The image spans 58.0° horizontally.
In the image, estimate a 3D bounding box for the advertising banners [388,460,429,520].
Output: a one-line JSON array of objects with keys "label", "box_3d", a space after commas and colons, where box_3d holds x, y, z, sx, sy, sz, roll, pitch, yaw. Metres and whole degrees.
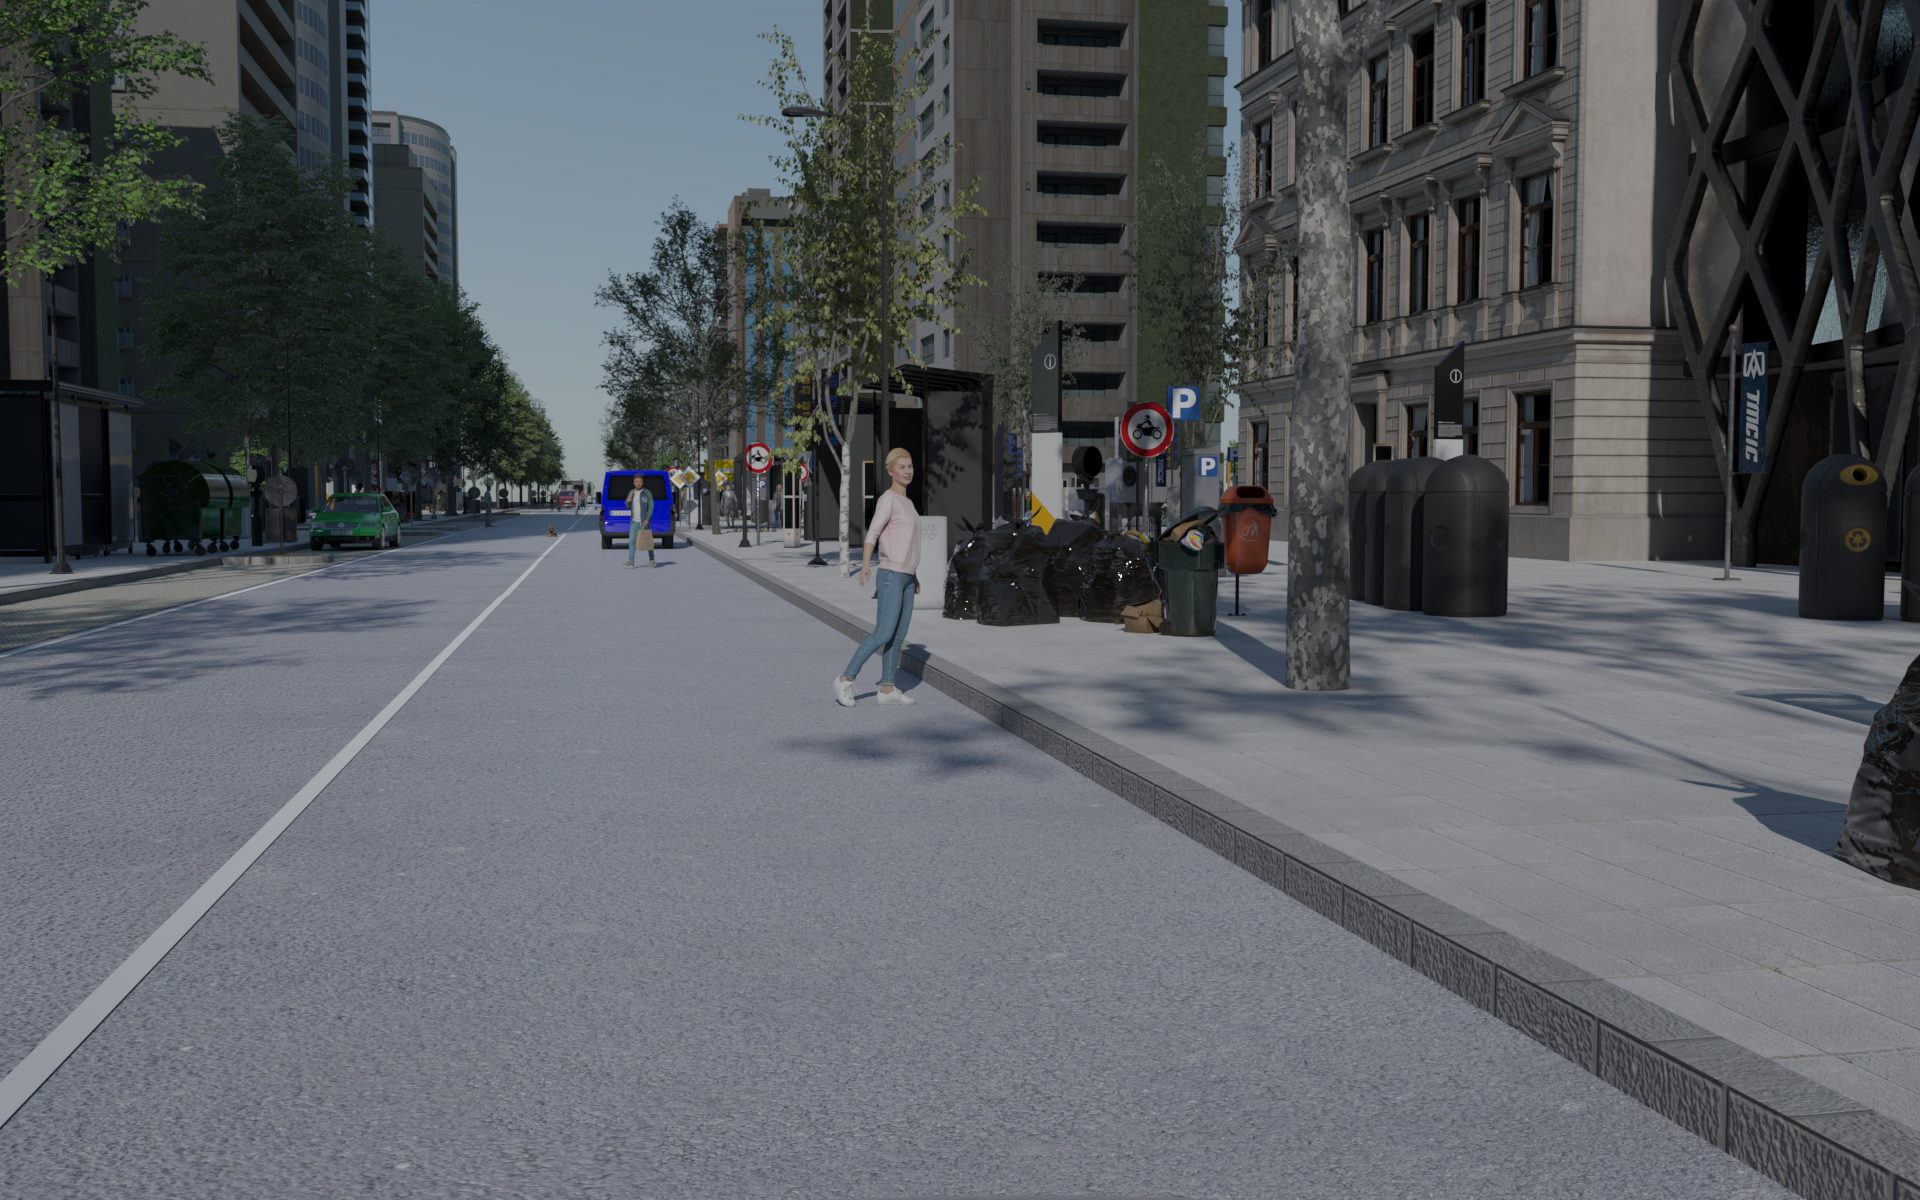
[{"label": "advertising banners", "box_3d": [-27.656, -5.562, 87.134, 2.074, 3.025, 0.090, 1, 4, 9]}]

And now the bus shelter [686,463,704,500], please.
[{"label": "bus shelter", "box_3d": [-17.666, -7.544, 117.275, 2.014, 3.302, 5.546, -1, 4, -12]}]

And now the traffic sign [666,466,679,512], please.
[{"label": "traffic sign", "box_3d": [-13.222, -4.889, 80.048, 0.768, 2.556, 0.104, 0, 4, -2]}]

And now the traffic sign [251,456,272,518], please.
[{"label": "traffic sign", "box_3d": [-18.913, -2.734, 46.828, 0.606, 2.300, 0.079, 0, 4, -3]}]

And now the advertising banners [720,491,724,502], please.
[{"label": "advertising banners", "box_3d": [-13.782, -6.646, 104.846, 2.074, 3.025, 0.090, -1, 4, -22]}]

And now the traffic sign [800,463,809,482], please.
[{"label": "traffic sign", "box_3d": [-6.619, -4.363, 71.449, 0.768, 2.556, 0.104, 0, 4, -3]}]

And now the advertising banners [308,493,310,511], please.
[{"label": "advertising banners", "box_3d": [-50.094, -8.212, 130.459, 2.074, 3.025, 0.090, -1, 4, -16]}]

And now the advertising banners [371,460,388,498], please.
[{"label": "advertising banners", "box_3d": [-29.057, -5.630, 88.231, 2.074, 3.025, 0.090, -2, 4, -25]}]

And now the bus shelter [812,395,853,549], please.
[{"label": "bus shelter", "box_3d": [-2.870, -3.194, 43.501, 1.731, 3.624, 6.357, -1, 4, -12]}]

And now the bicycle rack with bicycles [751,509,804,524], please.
[{"label": "bicycle rack with bicycles", "box_3d": [-7.341, -3.735, 74.450, 2.925, 0.926, 2.852, 0, 4, 2]}]

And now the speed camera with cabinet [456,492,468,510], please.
[{"label": "speed camera with cabinet", "box_3d": [-39.881, -8.756, 137.497, 2.038, 3.252, 0.660, 1, 4, 20]}]

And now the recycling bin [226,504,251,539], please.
[{"label": "recycling bin", "box_3d": [-20.726, -2.263, 49.555, 0.722, 1.027, 0.722, -1, 4, -14]}]

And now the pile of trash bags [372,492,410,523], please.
[{"label": "pile of trash bags", "box_3d": [-25.728, -4.103, 76.833, 1.912, 1.369, 3.447, -2, 4, -32]}]

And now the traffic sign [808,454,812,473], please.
[{"label": "traffic sign", "box_3d": [-4.063, -3.094, 50.690, 0.768, 2.556, 0.104, 0, 4, -5]}]

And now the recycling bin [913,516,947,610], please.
[{"label": "recycling bin", "box_3d": [-0.524, -0.426, 19.515, 0.722, 1.027, 0.722, 0, 4, -4]}]

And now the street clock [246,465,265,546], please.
[{"label": "street clock", "box_3d": [-17.292, -2.324, 42.562, 0.471, 2.002, 0.358, 3, 4, 36]}]

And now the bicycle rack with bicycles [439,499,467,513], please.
[{"label": "bicycle rack with bicycles", "box_3d": [-35.229, -6.567, 120.747, 2.852, 0.926, 2.925, 0, 4, 5]}]

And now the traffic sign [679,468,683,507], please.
[{"label": "traffic sign", "box_3d": [-13.842, -5.209, 85.269, 0.768, 2.556, 0.104, 0, 4, -4]}]

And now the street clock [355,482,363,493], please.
[{"label": "street clock", "box_3d": [-37.431, -6.320, 107.895, 0.358, 2.002, 0.471, 2, 4, 28]}]

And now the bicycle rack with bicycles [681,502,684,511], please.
[{"label": "bicycle rack with bicycles", "box_3d": [-19.096, -6.750, 123.738, 2.852, 0.926, 2.925, 1, 4, 23]}]

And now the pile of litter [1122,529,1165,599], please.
[{"label": "pile of litter", "box_3d": [2.203, -0.462, 21.511, 1.719, 0.858, 1.176, 2, 4, 28]}]

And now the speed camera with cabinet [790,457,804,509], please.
[{"label": "speed camera with cabinet", "box_3d": [-7.676, -5.586, 85.661, 2.038, 3.252, 0.660, 2, 4, 28]}]

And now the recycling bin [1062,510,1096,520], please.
[{"label": "recycling bin", "box_3d": [1.683, -0.874, 26.838, 0.722, 1.027, 0.722, 0, 4, -7]}]

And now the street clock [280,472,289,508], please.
[{"label": "street clock", "box_3d": [-22.344, -3.215, 57.130, 0.471, 2.002, 0.358, 2, 4, 34]}]

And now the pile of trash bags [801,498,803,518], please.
[{"label": "pile of trash bags", "box_3d": [-7.245, -5.122, 93.496, 1.912, 1.369, 3.447, -2, 4, -25]}]

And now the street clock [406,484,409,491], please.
[{"label": "street clock", "box_3d": [-36.709, -6.772, 115.295, 0.358, 2.002, 0.471, -2, 4, -26]}]

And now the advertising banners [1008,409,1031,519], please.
[{"label": "advertising banners", "box_3d": [1.187, -2.377, 35.060, 0.090, 3.025, 2.074, 1, 4, 11]}]

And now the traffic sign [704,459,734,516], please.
[{"label": "traffic sign", "box_3d": [-13.830, -6.572, 101.317, 2.265, 3.308, 0.079, 0, 4, -3]}]

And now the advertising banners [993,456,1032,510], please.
[{"label": "advertising banners", "box_3d": [2.475, -5.082, 79.271, 2.074, 3.025, 0.090, 2, 4, 25]}]

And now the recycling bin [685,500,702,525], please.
[{"label": "recycling bin", "box_3d": [-11.047, -3.651, 72.242, 0.722, 1.027, 0.722, -1, 4, -17]}]

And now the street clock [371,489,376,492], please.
[{"label": "street clock", "box_3d": [-36.167, -6.256, 106.858, 0.358, 2.002, 0.471, 1, 4, 21]}]

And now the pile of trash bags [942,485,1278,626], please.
[{"label": "pile of trash bags", "box_3d": [1.576, -0.494, 17.824, 3.447, 1.369, 1.912, -1, 4, -9]}]

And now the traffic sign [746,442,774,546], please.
[{"label": "traffic sign", "box_3d": [-4.984, -2.609, 42.766, 0.768, 2.556, 0.104, -1, 4, -11]}]

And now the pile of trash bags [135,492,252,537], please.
[{"label": "pile of trash bags", "box_3d": [-22.901, -2.580, 51.939, 3.447, 1.369, 1.912, 0, 4, -8]}]

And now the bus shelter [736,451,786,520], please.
[{"label": "bus shelter", "box_3d": [-9.355, -5.372, 81.762, 2.014, 3.302, 5.546, -1, 4, -12]}]

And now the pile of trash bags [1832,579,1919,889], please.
[{"label": "pile of trash bags", "box_3d": [4.827, 0.258, 5.528, 3.447, 1.369, 1.912, -1, 4, -8]}]

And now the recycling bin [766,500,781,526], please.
[{"label": "recycling bin", "box_3d": [-7.460, -3.556, 70.693, 0.722, 1.027, 0.722, 1, 4, 17]}]

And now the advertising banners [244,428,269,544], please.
[{"label": "advertising banners", "box_3d": [-18.483, -3.016, 45.498, 0.090, 3.025, 2.074, -3, 4, -36]}]

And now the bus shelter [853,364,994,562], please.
[{"label": "bus shelter", "box_3d": [-0.766, -2.640, 34.447, 1.731, 3.624, 6.357, -1, 4, -12]}]

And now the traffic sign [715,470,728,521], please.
[{"label": "traffic sign", "box_3d": [-11.589, -5.028, 83.397, 0.795, 2.450, 0.064, -1, 4, -8]}]

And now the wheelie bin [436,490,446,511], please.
[{"label": "wheelie bin", "box_3d": [-38.285, -7.340, 127.910, 0.693, 1.594, 0.980, 0, 4, -4]}]

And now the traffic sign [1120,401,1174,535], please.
[{"label": "traffic sign", "box_3d": [2.561, -1.454, 23.874, 0.768, 2.556, 0.104, -1, 4, -11]}]

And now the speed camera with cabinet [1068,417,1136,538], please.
[{"label": "speed camera with cabinet", "box_3d": [3.640, -3.033, 43.931, 2.038, 3.252, 0.660, -3, 5, -42]}]

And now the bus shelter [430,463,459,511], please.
[{"label": "bus shelter", "box_3d": [-39.035, -8.576, 131.499, 1.731, 3.624, 6.357, -1, 4, -12]}]

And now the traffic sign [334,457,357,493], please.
[{"label": "traffic sign", "box_3d": [-21.121, -3.635, 59.538, 0.768, 2.556, 0.104, 0, 4, -4]}]

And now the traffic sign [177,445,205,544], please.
[{"label": "traffic sign", "box_3d": [-19.773, -2.724, 44.644, 0.768, 2.556, 0.104, -1, 4, -9]}]

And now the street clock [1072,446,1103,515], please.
[{"label": "street clock", "box_3d": [1.915, -1.319, 26.139, 0.358, 2.002, 0.471, 3, 5, 43]}]

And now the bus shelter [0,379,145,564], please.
[{"label": "bus shelter", "box_3d": [-17.832, -3.386, 32.995, 2.179, 5.291, 8.768, -1, 4, -11]}]

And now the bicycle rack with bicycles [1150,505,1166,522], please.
[{"label": "bicycle rack with bicycles", "box_3d": [9.509, -4.185, 81.802, 2.925, 0.926, 2.852, 3, 5, 41]}]

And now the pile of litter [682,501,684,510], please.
[{"label": "pile of litter", "box_3d": [-21.241, -7.441, 135.619, 1.719, 0.858, 1.176, 3, 4, 38]}]
